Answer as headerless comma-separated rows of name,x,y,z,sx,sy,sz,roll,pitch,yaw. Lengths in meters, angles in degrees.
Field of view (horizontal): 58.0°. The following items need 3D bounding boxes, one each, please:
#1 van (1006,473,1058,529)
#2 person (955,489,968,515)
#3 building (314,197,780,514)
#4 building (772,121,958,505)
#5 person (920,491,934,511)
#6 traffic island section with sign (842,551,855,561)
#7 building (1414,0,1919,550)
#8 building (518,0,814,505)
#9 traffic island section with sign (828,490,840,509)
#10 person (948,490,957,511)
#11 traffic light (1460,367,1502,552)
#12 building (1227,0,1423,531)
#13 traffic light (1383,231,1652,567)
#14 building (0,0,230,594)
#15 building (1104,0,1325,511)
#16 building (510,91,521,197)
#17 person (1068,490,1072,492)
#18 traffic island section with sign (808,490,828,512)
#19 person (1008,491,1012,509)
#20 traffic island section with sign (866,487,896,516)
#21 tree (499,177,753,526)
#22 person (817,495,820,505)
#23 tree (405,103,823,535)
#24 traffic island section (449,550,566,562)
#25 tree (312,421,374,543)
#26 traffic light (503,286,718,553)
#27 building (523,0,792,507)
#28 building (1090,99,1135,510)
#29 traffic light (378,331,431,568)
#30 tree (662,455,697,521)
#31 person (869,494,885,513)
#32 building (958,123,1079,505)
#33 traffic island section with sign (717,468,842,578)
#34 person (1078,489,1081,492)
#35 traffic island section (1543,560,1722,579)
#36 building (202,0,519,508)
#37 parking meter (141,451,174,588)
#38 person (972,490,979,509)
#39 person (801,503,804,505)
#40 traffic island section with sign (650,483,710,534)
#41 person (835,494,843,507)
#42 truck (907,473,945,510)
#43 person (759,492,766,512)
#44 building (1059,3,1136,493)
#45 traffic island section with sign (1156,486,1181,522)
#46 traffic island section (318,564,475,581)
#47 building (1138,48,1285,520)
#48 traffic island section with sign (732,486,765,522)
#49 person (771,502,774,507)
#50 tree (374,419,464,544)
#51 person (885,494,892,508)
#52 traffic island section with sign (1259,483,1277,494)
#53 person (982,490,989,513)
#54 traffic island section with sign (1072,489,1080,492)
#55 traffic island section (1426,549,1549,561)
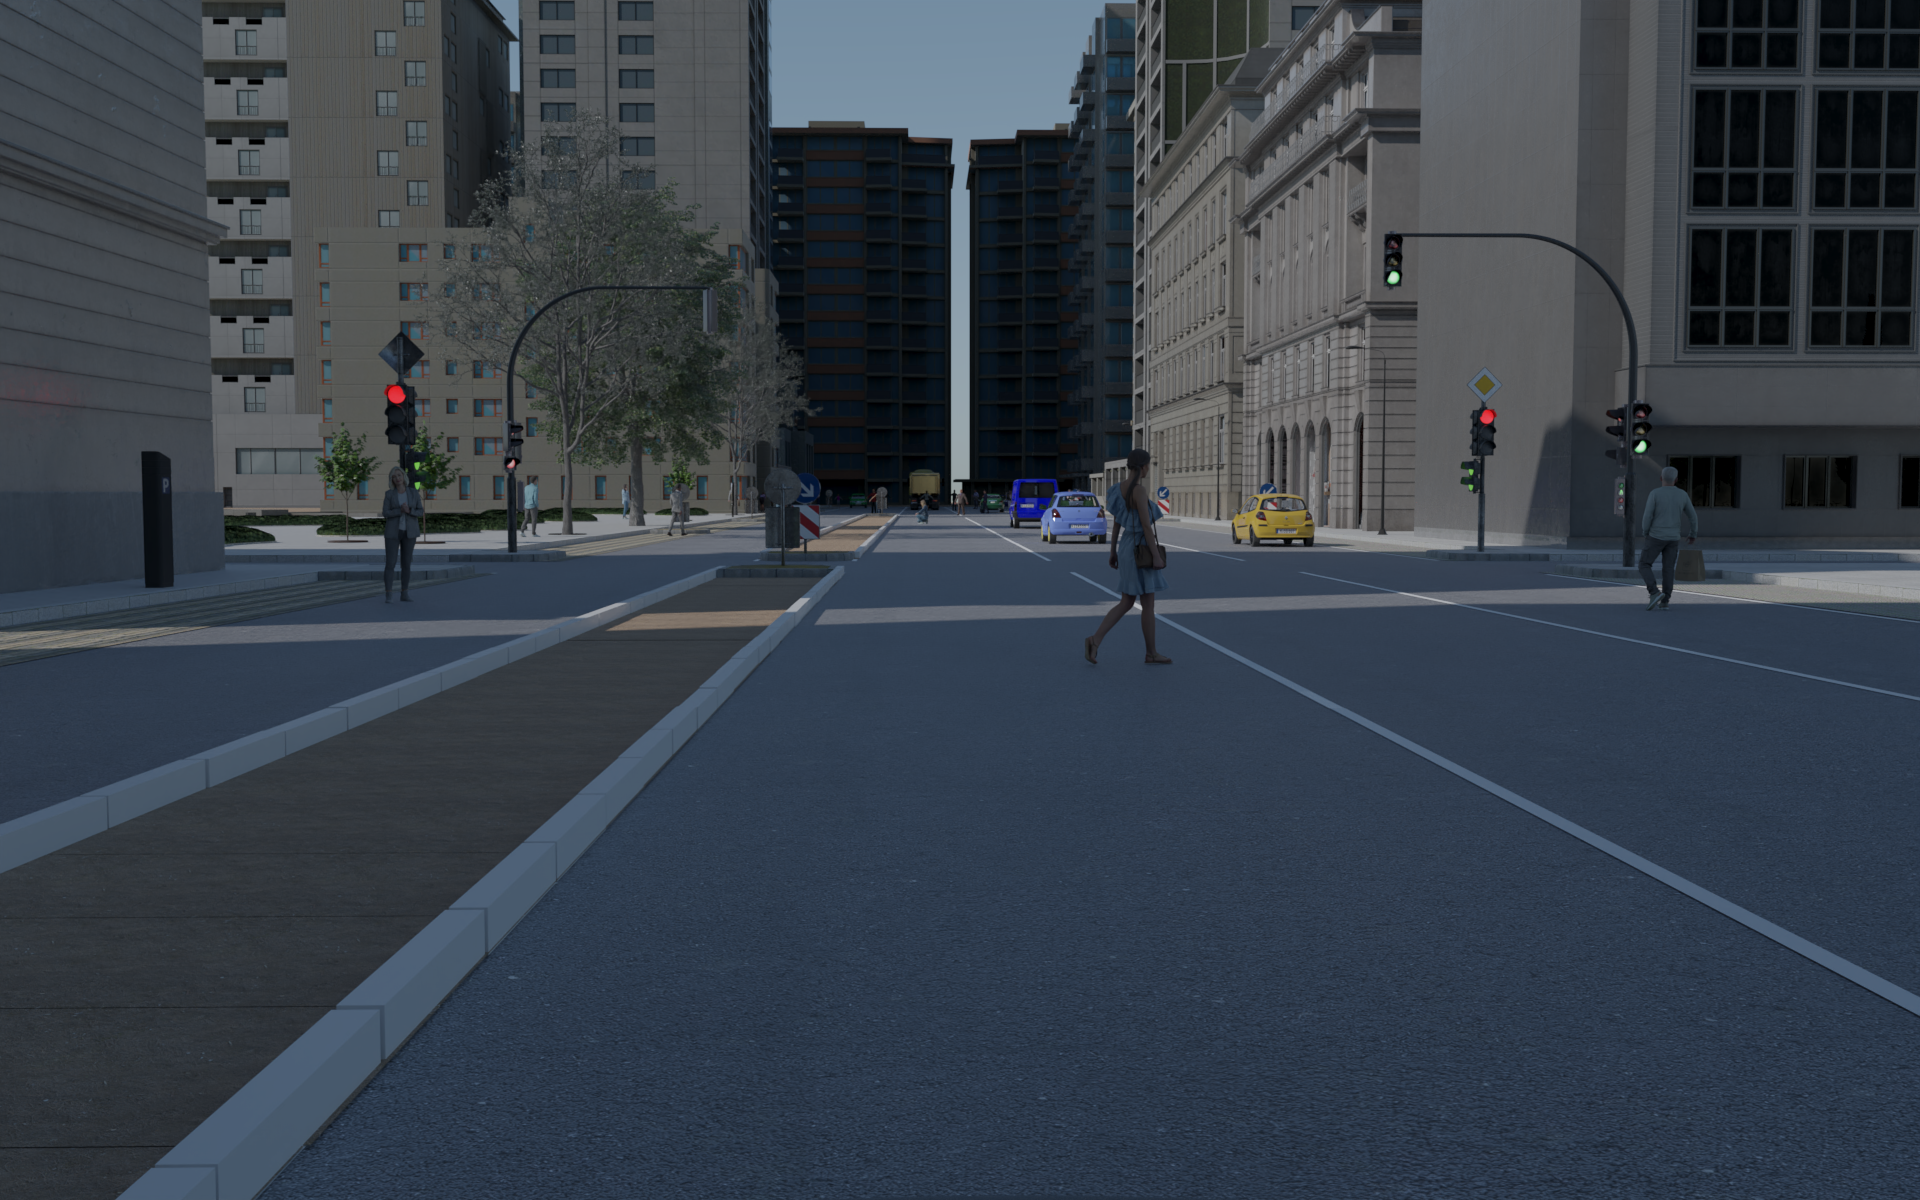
van,3.126,-4.220,73.381,2.240,2.365,5.245,0,4,-1
person,0.083,-6.594,116.864,0.990,1.755,0.434,2,4,25
building,-28.305,-17.259,127.217,27.650,21.520,28.899,0,4,-1
building,-15.177,-33.734,206.183,28.867,44.769,22.147,0,4,-1
person,-2.871,-8.580,149.563,1.217,1.735,0.721,0,4,3
traffic island section with sign,-3.330,-1.815,37.815,2.006,1.907,1.989,0,4,-1
building,28.767,-13.810,44.860,30.058,24.678,14.314,0,4,-1
building,-31.271,-52.791,175.802,31.000,86.520,22.319,0,4,-1
traffic island section with sign,-12.537,-9.668,166.693,1.989,1.847,2.006,0,4,-1
person,-0.466,-8.595,149.058,1.348,1.821,0.705,2,4,25
traffic light,11.560,-3.026,38.389,0.839,4.253,0.868,0,4,-1
building,19.569,-13.987,70.484,13.314,21.916,24.055,0,4,-1
traffic light,9.659,-3.397,30.216,4.771,5.953,1.251,0,4,-1
building,-23.441,-14.352,22.053,23.554,28.519,14.401,0,4,-1
building,21.712,-41.874,122.890,20.563,71.187,20.611,0,4,-1
building,-45.498,-35.867,206.034,30.456,49.044,23.786,0,4,-1
person,7.657,-6.786,120.118,0.551,1.740,0.621,2,4,27
traffic island section with sign,-11.901,-8.019,139.746,1.989,1.847,2.006,0,4,-1
person,4.293,-8.456,147.427,0.551,1.740,0.621,0,4,-7
traffic island section with sign,-5.106,-6.410,112.933,2.006,1.907,1.989,0,4,-1
tree,-13.080,-9.938,69.140,9.857,13.997,8.962,0,3,0
person,-15.499,-11.192,189.965,0.436,1.711,0.756,0,4,3
tree,-12.206,-8.792,54.113,12.009,13.543,11.850,0,3,0
traffic island section,-9.835,-0.962,38.007,2.009,0.180,2.903,0,4,-1
tree,-16.380,-3.137,45.890,1.663,3.219,1.824,0,3,0
traffic light,-7.706,-3.871,37.957,4.771,5.953,1.251,0,4,-1
building,-25.421,-43.583,150.832,20.563,71.187,20.611,0,4,-1
building,27.677,-27.818,146.701,32.217,40.220,23.993,0,4,-1
traffic light,-9.607,-2.506,29.890,0.839,4.253,0.868,0,4,-1
tree,-13.392,-5.370,82.407,1.663,3.219,1.824,0,3,0
person,-5.421,-6.464,114.910,1.217,1.735,0.721,-1,4,-20
building,13.668,-33.813,207.466,28.867,44.769,22.147,0,4,-1
traffic island section with sign,-3.165,-1.362,30.410,2.006,1.907,1.989,0,4,-1
person,10.766,-9.158,156.448,0.551,1.740,0.621,-3,5,-43
traffic island section,11.788,-0.504,30.521,2.009,0.180,2.903,0,4,-1
building,-60.644,-35.664,172.344,27.495,52.752,28.713,0,4,-1
parking meter,-11.019,-1.106,23.795,0.255,1.863,0.399,0,4,0
person,1.414,-9.625,165.743,0.599,1.838,0.709,-3,5,-42
person,-11.830,-7.411,130.499,1.217,1.723,0.721,0,4,-7
traffic island section with sign,-10.081,-3.302,62.611,1.989,1.847,2.006,0,4,-1
person,-13.307,-10.891,189.796,0.991,1.433,0.599,-2,4,-29
truck,-3.142,-9.845,156.892,3.469,3.379,9.791,0,4,0
person,-13.995,-6.934,122.642,0.421,1.427,0.697,0,4,6
building,22.593,-33.901,173.896,23.786,49.044,30.456,0,4,-1
traffic island section with sign,10.385,-4.995,90.301,1.989,1.847,2.006,0,4,-1
traffic island section,-9.647,-0.474,30.024,2.009,0.180,2.903,0,4,-1
building,19.921,-16.190,97.991,16.112,22.955,30.059,0,4,-1
traffic island section with sign,-10.727,-4.950,89.559,1.989,1.847,2.006,0,4,-1
person,-13.669,-7.153,126.256,0.557,1.426,1.065,0,4,2
tree,-13.820,-3.057,44.588,1.663,3.219,1.824,0,3,0
person,-7.479,-10.197,175.364,1.348,1.807,0.705,-3,5,-43
traffic island section with sign,11.016,-3.347,63.353,1.989,1.847,2.006,0,4,-1
person,1.852,-7.254,128.025,0.530,1.710,0.541,-1,4,-16
traffic island section with sign,9.215,-8.049,140.231,1.989,1.847,2.006,0,4,-1
traffic island section,11.600,-0.992,38.504,2.009,0.180,2.903,0,4,-1
